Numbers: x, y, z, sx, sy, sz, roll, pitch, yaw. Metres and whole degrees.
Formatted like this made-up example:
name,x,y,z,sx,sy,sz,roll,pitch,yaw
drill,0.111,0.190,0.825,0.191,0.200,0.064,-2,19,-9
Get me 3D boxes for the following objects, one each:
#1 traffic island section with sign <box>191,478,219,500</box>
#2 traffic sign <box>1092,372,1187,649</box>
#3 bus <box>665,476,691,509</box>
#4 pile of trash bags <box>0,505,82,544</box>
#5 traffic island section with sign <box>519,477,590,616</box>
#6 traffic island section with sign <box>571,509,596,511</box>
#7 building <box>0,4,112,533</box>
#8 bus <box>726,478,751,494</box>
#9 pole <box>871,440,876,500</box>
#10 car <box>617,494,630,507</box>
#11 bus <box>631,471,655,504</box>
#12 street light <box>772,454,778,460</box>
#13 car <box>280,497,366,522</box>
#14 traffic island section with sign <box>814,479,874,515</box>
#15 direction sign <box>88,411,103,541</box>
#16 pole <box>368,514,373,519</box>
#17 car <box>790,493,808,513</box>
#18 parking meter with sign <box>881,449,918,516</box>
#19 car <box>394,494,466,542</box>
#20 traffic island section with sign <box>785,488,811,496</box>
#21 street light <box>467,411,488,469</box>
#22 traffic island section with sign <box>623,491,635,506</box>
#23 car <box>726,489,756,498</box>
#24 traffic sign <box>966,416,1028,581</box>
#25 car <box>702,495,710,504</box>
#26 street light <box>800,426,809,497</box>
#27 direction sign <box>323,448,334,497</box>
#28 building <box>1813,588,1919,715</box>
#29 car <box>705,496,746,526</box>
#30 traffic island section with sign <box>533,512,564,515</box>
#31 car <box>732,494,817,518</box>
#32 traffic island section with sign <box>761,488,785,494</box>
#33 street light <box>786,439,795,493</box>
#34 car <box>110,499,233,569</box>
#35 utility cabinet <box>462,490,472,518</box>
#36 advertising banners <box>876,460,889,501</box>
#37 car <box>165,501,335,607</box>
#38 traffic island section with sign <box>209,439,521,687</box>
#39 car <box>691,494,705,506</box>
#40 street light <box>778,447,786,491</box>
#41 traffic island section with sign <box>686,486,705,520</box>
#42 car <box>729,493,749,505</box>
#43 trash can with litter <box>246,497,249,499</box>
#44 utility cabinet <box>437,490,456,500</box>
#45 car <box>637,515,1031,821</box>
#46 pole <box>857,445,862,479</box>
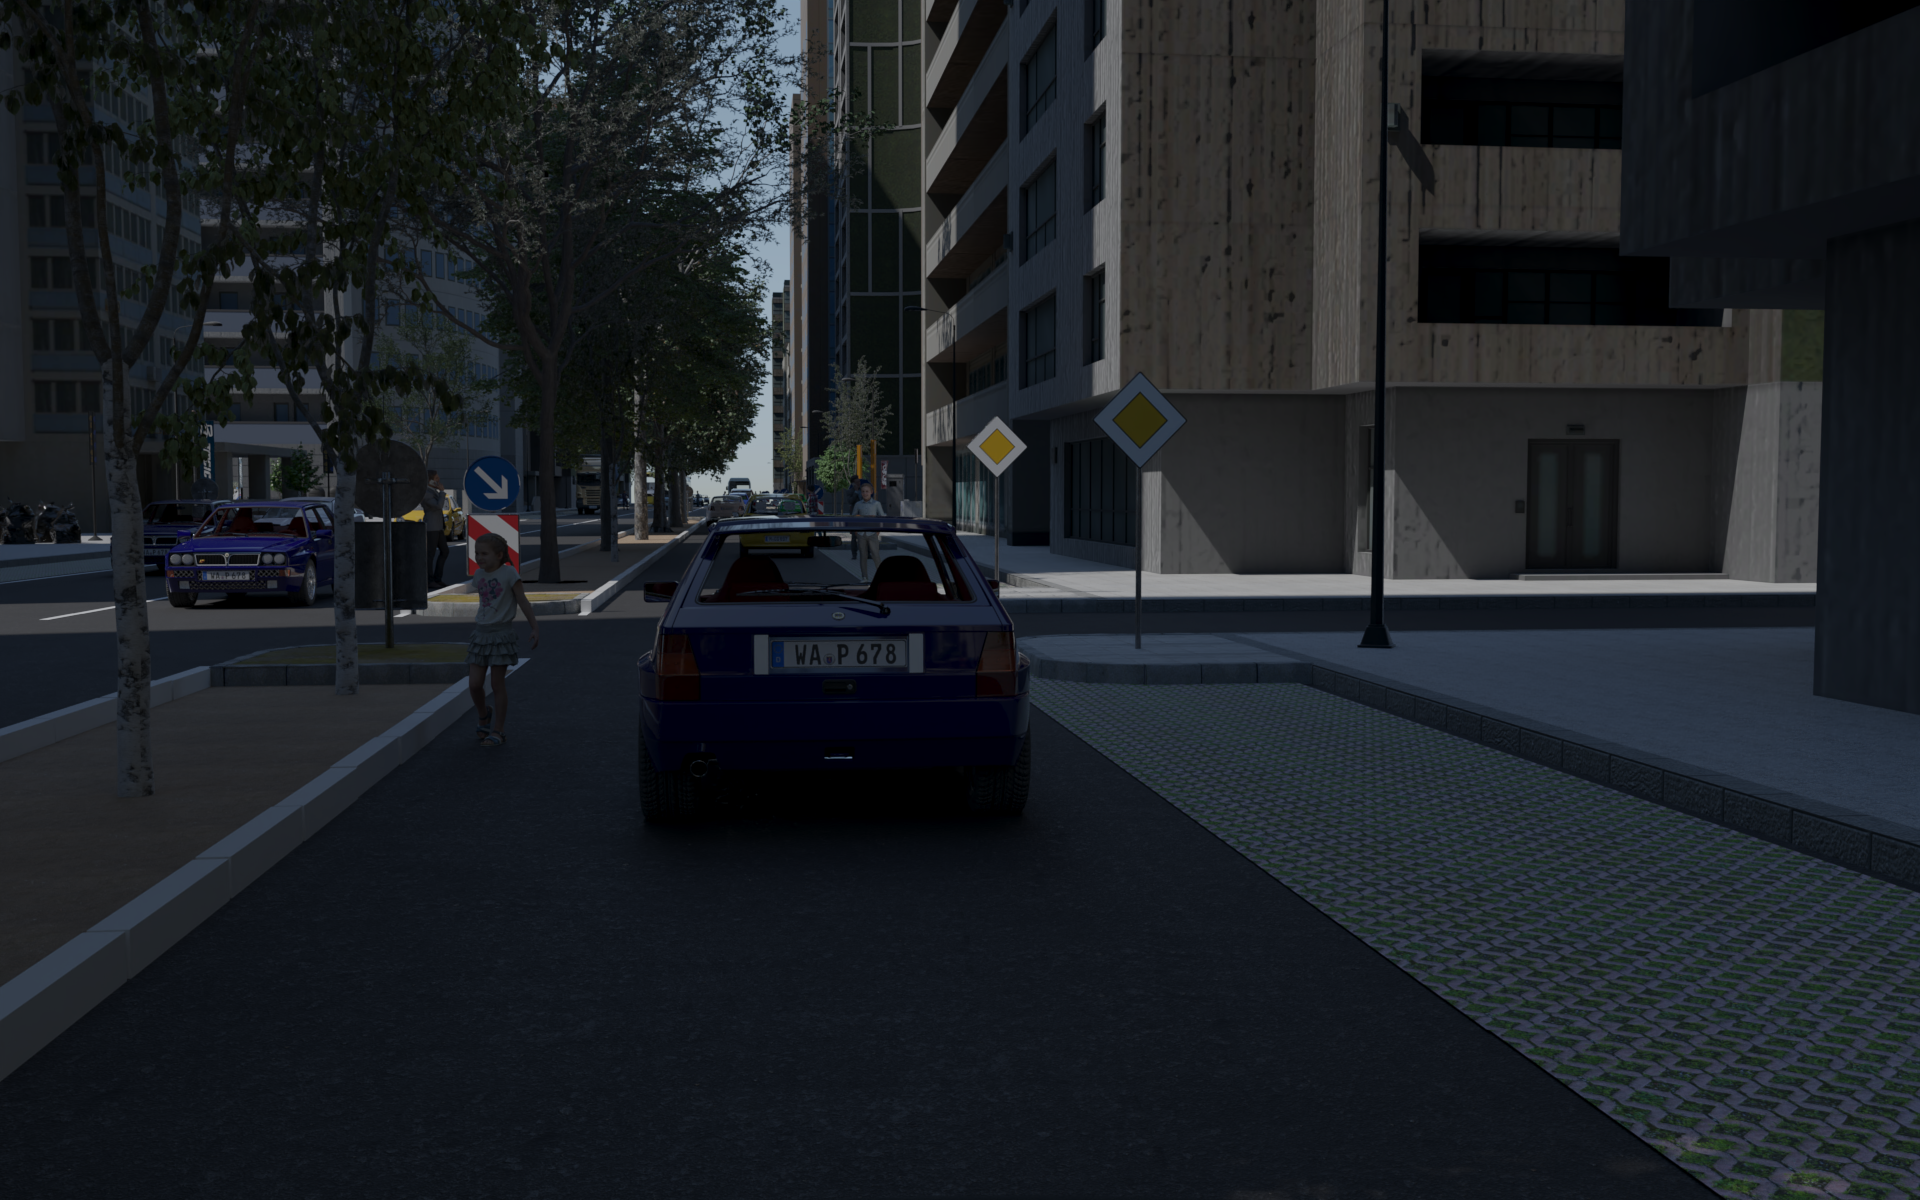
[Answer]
name,x,y,z,sx,sy,sz,roll,pitch,yaw
traffic island section with sign,-18.592,-2.066,42.401,1.989,1.847,2.006,0,4,-7
traffic sign,1.475,-0.652,14.308,0.795,2.450,0.064,0,4,-7
bus,-27.063,-10.384,164.642,2.948,3.499,13.247,0,4,-7
pile of trash bags,-24.596,-2.130,44.572,3.447,1.369,1.912,-3,4,-36
traffic island section with sign,-5.621,-0.799,21.196,2.006,1.907,1.989,0,4,-7
traffic island section with sign,-31.769,-8.418,146.269,1.989,1.847,2.006,0,4,-7
building,-40.987,-22.494,59.659,32.217,40.220,23.993,0,4,-7
bus,-25.611,-12.582,200.572,2.948,3.499,13.247,0,4,-8
pole,-3.256,-4.365,65.211,0.158,3.312,0.155,0,3,0
car,-36.761,-10.737,187.544,2.014,1.417,4.499,0,4,-7
bus,-33.830,-12.048,188.526,2.896,3.916,12.252,0,4,-6
street light,-20.743,-13.985,201.201,1.470,5.913,1.316,0,4,-7
car,-14.912,-1.669,39.656,2.083,1.381,4.827,0,4,-6
traffic island section with sign,-2.718,-2.224,44.988,1.989,1.847,2.006,0,4,-7
direction sign,-23.812,-3.401,47.597,0.379,3.537,0.876,-1,4,-17
pole,-29.994,-5.762,88.055,0.158,3.312,0.155,0,3,0
car,-10.422,-6.069,108.032,1.959,1.807,4.718,-1,4,-9
parking meter with sign,-2.514,-4.317,66.846,1.738,3.016,0.543,0,4,1
car,-16.241,-2.621,53.079,2.015,1.641,3.980,-1,4,-9
traffic island section with sign,-6.106,-3.859,71.730,1.989,1.847,2.006,0,4,-7
street light,-26.858,-7.582,96.506,1.470,5.913,1.316,0,4,-7
traffic island section with sign,-38.672,-11.750,200.733,1.989,1.847,2.006,0,4,-7
car,-15.261,-6.887,121.283,2.281,1.827,5.304,0,4,-7
traffic sign,0.470,-1.137,22.230,0.795,2.450,0.064,0,4,-7
car,-35.958,-14.071,242.639,1.945,1.354,3.894,-1,4,-9
street light,-10.282,-8.966,119.137,1.470,5.913,1.316,0,4,-7
direction sign,-24.109,-4.534,66.132,0.379,3.537,0.876,0,4,3
building,11.089,-14.445,7.874,14.160,30.474,14.107,0,4,-7
car,-10.516,-4.034,78.320,2.083,1.381,4.827,0,4,-7
traffic island section with sign,-28.371,-6.783,119.528,1.989,1.847,2.006,0,4,-7
car,-4.315,-1.848,40.431,2.015,1.641,3.980,0,4,-7
traffic island section with sign,-15.820,-8.541,148.274,1.989,1.847,2.006,0,4,-7
street light,-13.672,-10.587,145.631,1.470,5.913,1.316,0,4,-7
car,-14.261,-1.181,31.884,1.945,1.354,3.894,-1,4,-9
utility cabinet,-26.470,-5.154,92.953,0.318,1.500,1.173,0,4,-7
advertising banners,-4.445,-5.678,89.026,2.074,3.025,0.090,-3,5,-44
car,-9.328,-0.654,23.270,1.945,1.354,3.894,0,4,-8
traffic island section with sign,-4.699,-0.349,13.847,2.006,1.907,1.989,0,4,-7
car,-31.479,-12.047,206.762,2.009,1.686,4.222,0,4,-7
street light,-17.110,-12.238,172.634,1.470,5.913,1.316,0,4,-7
traffic island section with sign,-15.084,-5.358,95.739,2.006,1.907,1.989,0,4,-7
car,-14.452,-6.313,112.802,1.945,1.707,3.694,0,4,-8
trash can with litter,-32.274,-4.164,79.470,1.055,1.170,0.624,-2,4,-31
utility cabinet,-26.925,-5.010,90.594,1.173,1.500,0.318,1,4,15
car,-0.696,0.218,9.012,1.945,1.354,3.894,0,4,-6
pole,-4.180,-4.794,72.221,0.158,3.312,0.155,0,3,0
